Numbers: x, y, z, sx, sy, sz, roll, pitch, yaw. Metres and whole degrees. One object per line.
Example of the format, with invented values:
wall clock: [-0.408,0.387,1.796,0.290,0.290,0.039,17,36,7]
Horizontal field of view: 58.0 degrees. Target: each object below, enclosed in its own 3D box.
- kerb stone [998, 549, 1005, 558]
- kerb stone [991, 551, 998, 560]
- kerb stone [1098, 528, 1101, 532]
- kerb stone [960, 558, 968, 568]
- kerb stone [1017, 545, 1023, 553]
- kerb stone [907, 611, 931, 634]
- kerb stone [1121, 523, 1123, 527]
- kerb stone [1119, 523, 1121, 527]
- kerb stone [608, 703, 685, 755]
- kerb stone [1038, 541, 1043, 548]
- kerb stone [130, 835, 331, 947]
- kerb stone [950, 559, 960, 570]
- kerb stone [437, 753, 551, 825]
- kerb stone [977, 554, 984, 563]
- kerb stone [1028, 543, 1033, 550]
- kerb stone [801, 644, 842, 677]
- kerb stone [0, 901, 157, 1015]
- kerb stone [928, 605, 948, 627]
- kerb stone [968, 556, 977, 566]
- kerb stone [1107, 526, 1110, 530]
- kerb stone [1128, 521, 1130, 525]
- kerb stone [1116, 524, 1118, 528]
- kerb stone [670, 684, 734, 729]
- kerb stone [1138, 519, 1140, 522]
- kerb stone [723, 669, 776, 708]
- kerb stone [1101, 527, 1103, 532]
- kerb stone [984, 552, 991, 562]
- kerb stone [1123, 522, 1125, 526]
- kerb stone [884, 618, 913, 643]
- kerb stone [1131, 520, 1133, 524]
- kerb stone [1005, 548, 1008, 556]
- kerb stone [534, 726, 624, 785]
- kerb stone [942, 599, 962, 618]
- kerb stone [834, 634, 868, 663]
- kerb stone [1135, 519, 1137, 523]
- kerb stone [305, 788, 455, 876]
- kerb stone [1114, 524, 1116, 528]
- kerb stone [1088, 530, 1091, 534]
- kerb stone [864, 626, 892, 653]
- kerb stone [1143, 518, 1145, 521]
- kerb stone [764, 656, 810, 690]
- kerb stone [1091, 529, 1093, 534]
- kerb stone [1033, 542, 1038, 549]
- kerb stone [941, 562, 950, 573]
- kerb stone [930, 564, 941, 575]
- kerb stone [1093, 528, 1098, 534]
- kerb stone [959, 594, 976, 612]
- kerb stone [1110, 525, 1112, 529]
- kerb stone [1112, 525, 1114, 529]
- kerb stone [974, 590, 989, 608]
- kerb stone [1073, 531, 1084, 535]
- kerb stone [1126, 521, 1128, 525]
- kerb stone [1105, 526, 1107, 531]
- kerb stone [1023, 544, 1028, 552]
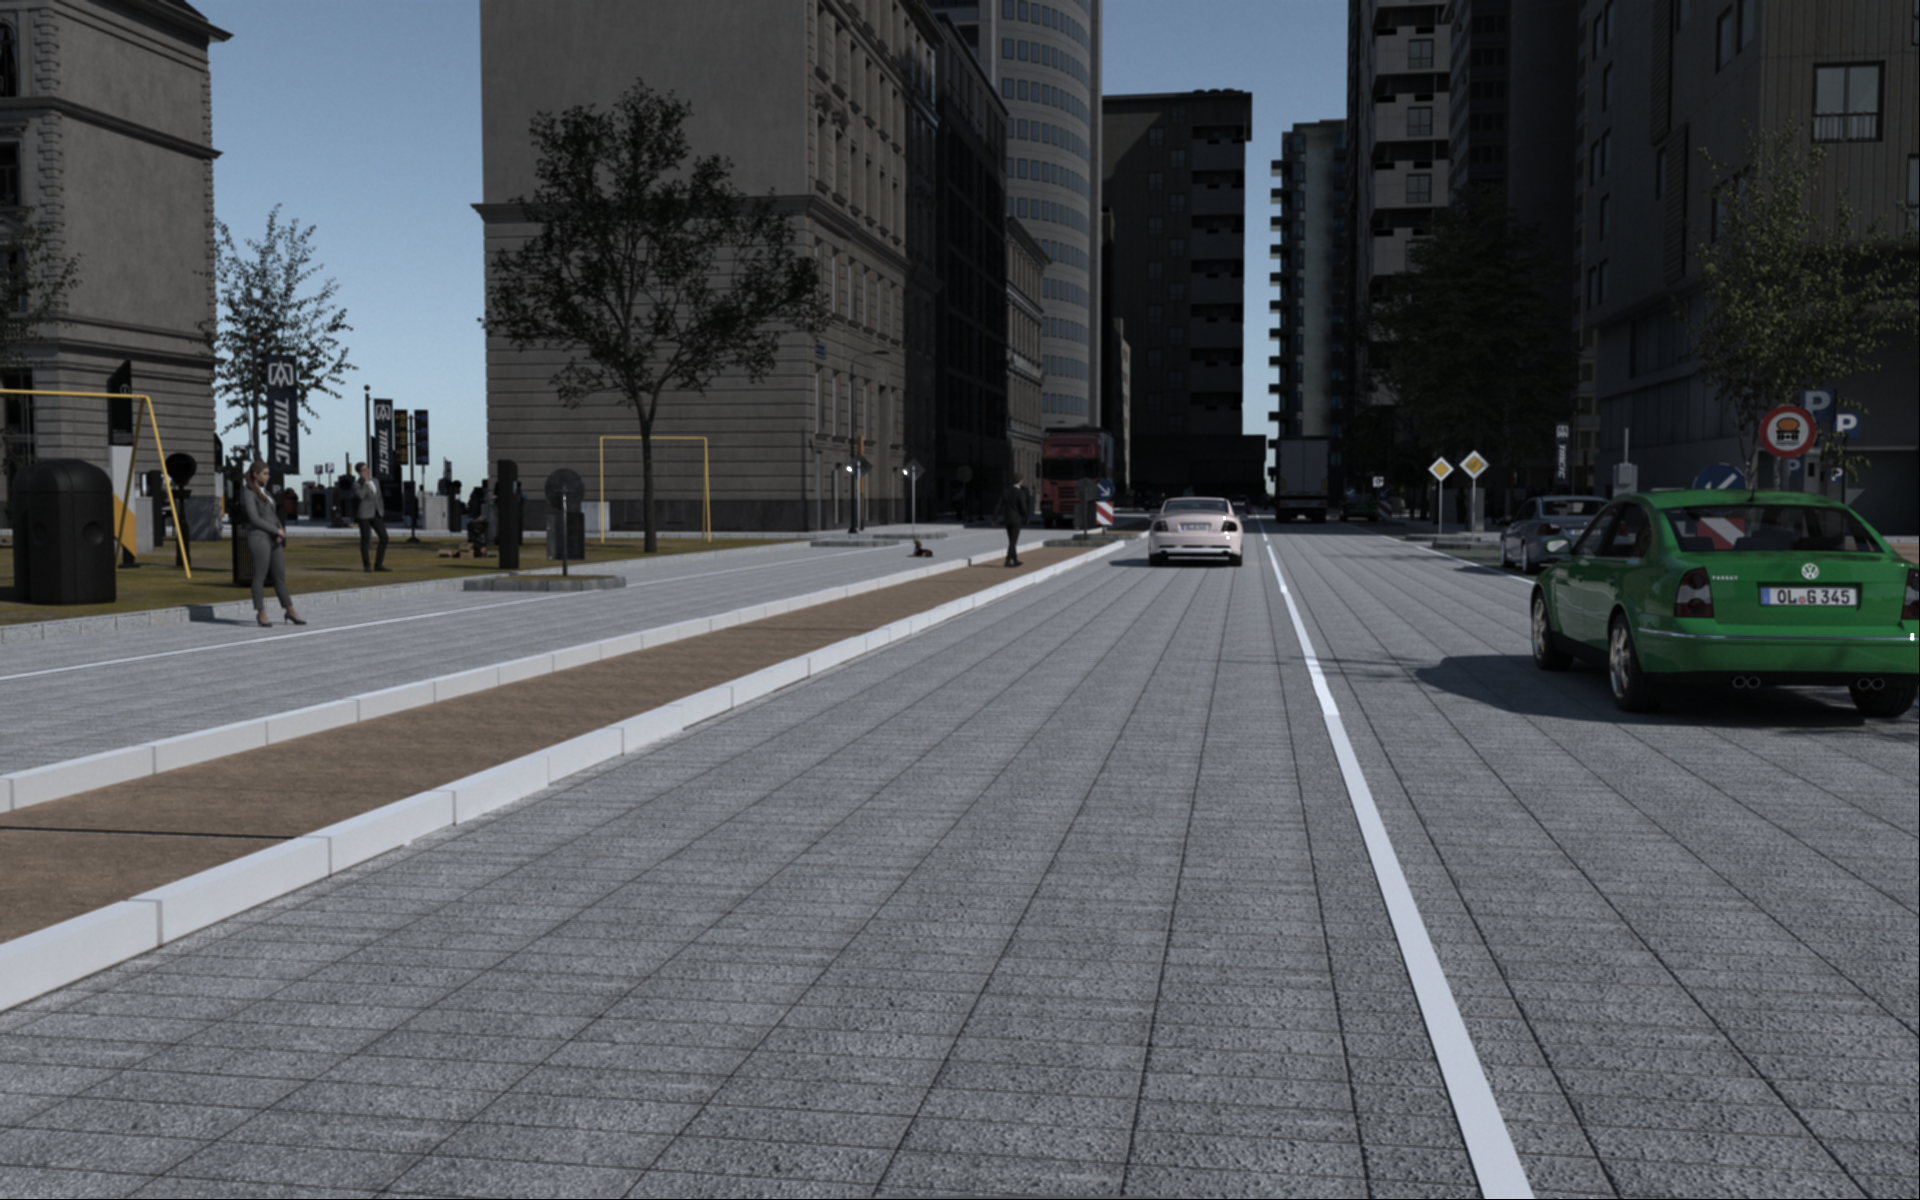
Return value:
kerb stone: [0.814,-1.004,38.621,0.120,0.150,1.000,1,4,9]
kerb stone: [0.646,-0.943,37.613,0.120,0.150,1.000,1,4,9]
kerb stone: [4.964,-2.521,63.476,0.120,0.150,1.000,1,4,9]
kerb stone: [-0.023,-0.696,33.581,0.120,0.150,1.000,1,4,9]
kerb stone: [1.325,-1.190,41.665,0.120,0.150,1.000,1,4,9]
kerb stone: [-0.475,0.250,18.103,0.120,0.150,1.000,1,4,9]
kerb stone: [6.821,-3.204,74.596,0.120,0.150,1.000,1,4,9]
kerb stone: [6.642,-3.143,73.590,0.120,0.150,1.000,1,4,9]
kerb stone: [-1.822,0.746,10.010,0.120,0.150,1.000,1,4,9]
kerb stone: [1.999,-1.438,45.711,0.120,0.150,1.000,1,4,9]
kerb stone: [-2.498,0.992,5.979,0.120,0.150,1.000,1,4,9]
kerb stone: [-0.194,-0.635,32.572,0.120,0.150,1.000,1,4,9]
kerb stone: [-2.157,0.869,7.994,0.120,0.150,1.000,1,4,9]
kerb stone: [0.312,-0.819,35.597,0.120,0.150,1.000,1,4,9]
kerb stone: [1.668,-1.314,43.683,0.120,0.150,1.000,1,4,9]
kerb stone: [-1.151,0.497,14.067,0.120,0.150,1.000,1,4,9]
kerb stone: [-2.668,1.054,4.965,0.120,0.150,1.000,1,4,9]
kerb stone: [-0.306,0.196,19.111,0.120,0.150,1.000,1,4,9]
kerb stone: [0.147,-0.752,34.589,0.120,0.150,1.000,1,4,9]
kerb stone: [5.630,-2.772,67.517,0.120,0.150,1.000,1,4,9]
kerb stone: [7.490,-3.451,78.639,0.120,0.150,1.000,1,4,9]
kerb stone: [6.310,-3.018,71.568,0.120,0.150,1.000,1,4,9]
kerb stone: [-1.662,0.683,11.028,0.120,0.150,1.000,1,4,9]
kerb stone: [8.677,-3.886,85.732,0.120,0.150,1.000,1,4,9]
kerb stone: [-1.489,0.621,12.043,0.120,0.150,1.000,1,4,9]
kerb stone: [5.127,-2.583,64.485,0.120,0.150,1.000,1,4,9]
kerb stone: [0.474,-0.880,36.606,0.120,0.150,1.000,1,4,9]
kerb stone: [6.990,-3.261,75.610,0.120,0.150,1.000,1,4,9]
kerb stone: [-0.647,0.312,17.095,0.120,0.150,1.000,1,4,9]
kerb stone: [7.828,-3.577,80.681,0.120,0.150,1.000,1,4,9]
kerb stone: [0.988,-1.067,39.634,0.120,0.150,1.000,1,4,9]
kerb stone: [-1.995,0.810,9.003,0.120,0.150,1.000,1,4,9]
kerb stone: [-0.146,0.127,20.120,0.120,0.150,1.000,1,4,9]
kerb stone: [-0.988,0.435,15.076,0.120,0.150,1.000,1,4,9]
kerb stone: [8.337,-3.763,83.713,0.120,0.150,1.000,1,4,9]
kerb stone: [-2.329,0.930,6.987,0.120,0.150,1.000,1,4,9]
kerb stone: [6.144,-2.957,70.559,0.120,0.150,1.000,1,4,9]
kerb stone: [4.289,-2.278,59.439,0.120,0.150,1.000,1,4,9]
kerb stone: [-0.817,0.383,16.084,0.120,0.150,1.000,1,4,9]
kerb stone: [9.347,-4.132,89.777,0.120,0.150,1.000,1,4,9]
kerb stone: [-1.330,0.560,13.053,0.120,0.150,1.000,1,4,9]
kerb stone: [4.456,-2.340,60.448,0.120,0.150,1.000,1,4,9]
kerb stone: [1.828,-1.376,44.692,0.120,0.150,1.000,1,4,9]
kerb stone: [-0.365,-0.573,31.558,0.120,0.150,1.000,1,4,9]
kerb stone: [-0.529,-0.511,30.550,0.120,0.150,1.000,1,4,9]
kerb stone: [4.794,-2.463,62.465,0.120,0.150,1.000,1,4,9]
kerb stone: [0.023,0.065,21.128,0.120,0.150,1.000,1,4,9]
kerb stone: [5.799,-2.834,68.525,0.120,0.150,1.000,1,4,9]
kerb stone: [5.978,-2.891,69.548,0.120,0.150,1.000,1,4,9]
kerb stone: [0.201,0.005,22.135,0.120,0.150,1.000,1,4,9]
kerb stone: [3.939,-2.154,57.412,0.120,0.150,1.000,1,4,9]
kerb stone: [7.324,-3.390,77.627,0.120,0.150,1.000,1,4,9]
kerb stone: [5.464,-2.710,66.508,0.120,0.150,1.000,1,4,9]
kerb stone: [1.484,-1.248,42.675,0.120,0.150,1.000,1,4,9]
